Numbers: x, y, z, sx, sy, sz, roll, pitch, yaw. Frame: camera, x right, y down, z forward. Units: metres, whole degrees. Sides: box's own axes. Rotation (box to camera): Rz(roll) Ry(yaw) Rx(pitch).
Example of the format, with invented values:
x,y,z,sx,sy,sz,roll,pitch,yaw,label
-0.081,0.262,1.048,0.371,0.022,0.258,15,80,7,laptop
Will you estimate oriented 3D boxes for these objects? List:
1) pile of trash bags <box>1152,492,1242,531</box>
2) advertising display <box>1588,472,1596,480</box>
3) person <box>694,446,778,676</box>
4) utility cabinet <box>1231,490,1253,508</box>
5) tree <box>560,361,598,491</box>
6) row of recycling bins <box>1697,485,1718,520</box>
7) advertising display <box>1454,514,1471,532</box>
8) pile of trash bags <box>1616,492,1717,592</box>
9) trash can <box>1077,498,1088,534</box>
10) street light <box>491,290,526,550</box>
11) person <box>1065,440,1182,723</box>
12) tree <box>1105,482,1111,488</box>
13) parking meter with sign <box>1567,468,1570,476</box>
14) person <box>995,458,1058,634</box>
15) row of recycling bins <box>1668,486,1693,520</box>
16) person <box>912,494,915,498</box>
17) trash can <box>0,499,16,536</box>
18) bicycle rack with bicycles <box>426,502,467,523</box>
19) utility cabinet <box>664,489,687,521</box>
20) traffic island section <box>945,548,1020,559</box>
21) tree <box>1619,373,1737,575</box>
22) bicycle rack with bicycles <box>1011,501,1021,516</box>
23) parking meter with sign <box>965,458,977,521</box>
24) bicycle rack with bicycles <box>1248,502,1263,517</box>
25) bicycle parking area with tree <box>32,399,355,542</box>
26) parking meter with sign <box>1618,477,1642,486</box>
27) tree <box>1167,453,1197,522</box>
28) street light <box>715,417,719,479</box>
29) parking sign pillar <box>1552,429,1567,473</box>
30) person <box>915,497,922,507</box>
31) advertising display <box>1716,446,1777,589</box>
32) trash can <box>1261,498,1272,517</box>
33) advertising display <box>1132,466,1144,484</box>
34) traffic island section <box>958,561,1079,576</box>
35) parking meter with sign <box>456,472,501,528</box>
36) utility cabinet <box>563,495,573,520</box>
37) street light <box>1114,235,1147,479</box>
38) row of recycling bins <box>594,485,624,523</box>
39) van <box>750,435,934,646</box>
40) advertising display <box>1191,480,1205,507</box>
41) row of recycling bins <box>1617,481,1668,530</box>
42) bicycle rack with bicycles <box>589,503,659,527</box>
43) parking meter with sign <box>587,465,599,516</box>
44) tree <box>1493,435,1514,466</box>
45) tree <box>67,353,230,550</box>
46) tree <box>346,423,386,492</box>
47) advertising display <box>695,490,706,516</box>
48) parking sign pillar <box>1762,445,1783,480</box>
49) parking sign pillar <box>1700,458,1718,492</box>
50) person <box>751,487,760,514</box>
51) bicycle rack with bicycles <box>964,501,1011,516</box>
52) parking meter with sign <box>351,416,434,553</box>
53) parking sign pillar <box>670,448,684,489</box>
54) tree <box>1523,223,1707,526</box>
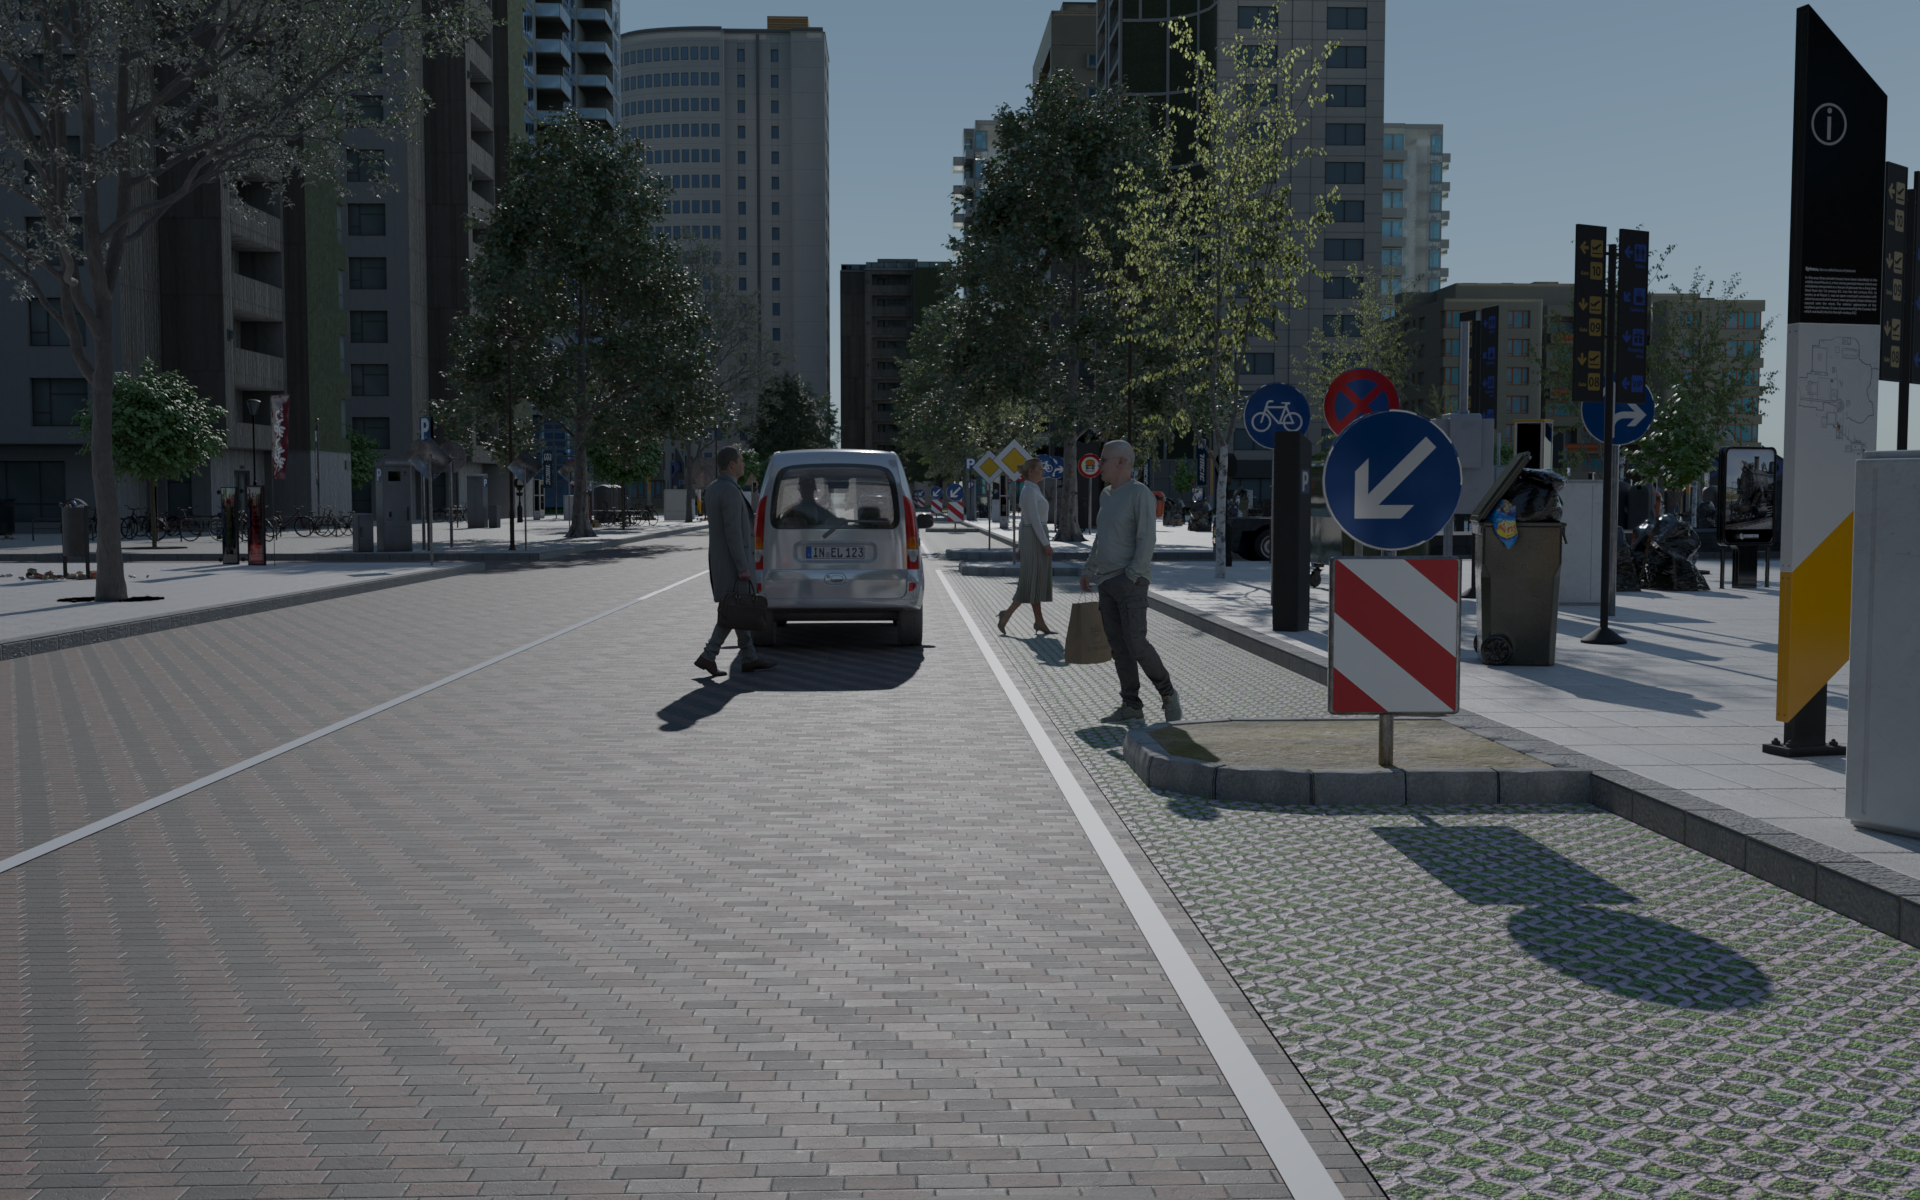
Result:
x,y,z,sx,sy,sz,roll,pitch,yaw,label
8.222,-3.087,60.229,3.447,1.369,1.912,1,4,19,pile of trash bags
18.713,-2.821,51.341,0.123,1.923,0.974,2,4,25,advertising display
-1.783,-0.317,13.780,0.767,1.812,0.694,-2,4,-25,person
15.487,-5.296,95.270,1.173,1.500,0.318,1,4,15,utility cabinet
-20.055,-8.810,94.404,4.737,8.622,4.395,0,3,0,tree
36.331,-4.516,80.949,1.069,1.692,3.534,-3,4,-36,row of recycling bins
15.951,-3.064,55.315,0.974,1.923,0.123,-2,4,-30,advertising display
9.149,-0.891,24.319,1.912,1.369,3.447,0,4,6,pile of trash bags
3.788,-2.737,56.398,0.748,1.137,0.748,0,3,0,trash can
-10.226,-4.074,39.393,0.468,5.910,1.993,0,4,-2,street light
1.015,-0.116,10.880,0.515,1.767,0.782,-2,4,-29,person
8.887,-6.352,98.457,1.663,3.219,1.824,0,3,0,tree
39.391,-7.227,114.416,0.543,3.016,1.738,-2,4,-32,parking meter with sign
0.677,-0.540,17.557,0.641,1.798,0.478,1,4,11,person
34.688,-4.797,85.551,3.534,1.692,1.069,0,4,4,row of recycling bins
-4.754,-10.210,176.903,0.415,1.643,0.593,0,4,-5,person
-29.682,-2.575,53.748,0.748,1.137,0.748,0,3,0,trash can
-22.539,-3.956,78.060,2.852,0.926,2.925,3,5,41,bicycle rack with bicycles
-13.374,-4.471,81.781,1.173,1.500,0.318,-2,4,-24,utility cabinet
0.691,-1.047,39.402,2.009,0.180,2.903,0,4,-2,traffic island section
11.454,-2.042,27.981,1.663,3.219,1.824,0,3,0,tree
5.076,-5.906,109.937,2.852,0.926,2.925,1,4,14,bicycle rack with bicycles
0.572,-5.395,84.474,0.543,3.016,1.738,0,4,4,parking meter with sign
13.812,-4.074,79.999,2.925,0.926,2.852,-1,4,-18,bicycle rack with bicycles
-21.661,-3.859,50.101,9.016,4.147,8.231,1,4,21,bicycle parking area with tree
33.858,-5.629,88.300,1.738,3.016,0.543,2,4,29,parking meter with sign
10.407,-5.256,80.536,1.663,3.219,1.824,0,3,0,tree
-12.156,-6.949,86.407,0.468,5.910,1.993,0,4,-2,street light
24.591,-5.119,72.163,1.447,3.967,1.447,3,5,45,parking sign pillar
-4.453,-10.319,177.941,1.217,1.743,0.721,0,4,0,person
10.697,-1.122,23.565,0.974,1.923,0.123,-2,4,-25,advertising display
10.293,-2.775,57.031,0.748,1.137,0.748,0,3,0,trash can
3.953,-2.108,39.686,0.123,1.923,0.974,-1,4,-19,advertising display
1.003,-0.559,31.423,2.009,0.180,2.903,0,4,-2,traffic island section
-18.281,-4.240,65.589,1.738,3.016,0.543,1,4,10,parking meter with sign
-18.862,-4.500,84.733,1.020,1.237,0.306,-1,4,-21,utility cabinet
3.040,-3.561,31.002,0.468,5.910,1.993,0,4,-2,street light
-15.910,-4.384,78.787,1.069,1.692,3.534,0,4,0,row of recycling bins
-1.247,-0.654,17.701,2.013,2.044,4.112,0,4,-3,van
10.834,-4.501,78.805,0.123,1.923,0.974,-2,4,-24,advertising display
20.608,-2.945,55.261,1.069,1.692,3.534,-2,4,-32,row of recycling bins
-13.510,-3.448,69.756,2.925,0.926,2.852,-2,4,-35,bicycle rack with bicycles
-21.685,-6.495,102.455,0.543,3.016,1.738,1,4,22,parking meter with sign
29.705,-6.853,95.758,4.285,4.588,4.351,0,3,0,tree
-19.021,-3.482,40.647,4.285,4.588,4.351,0,3,0,tree
-27.626,-5.773,78.106,4.285,4.588,4.351,0,3,0,tree
-15.089,-5.837,100.653,0.123,1.923,0.974,-3,5,-44,advertising display
44.515,-6.497,94.700,1.447,3.967,1.447,1,4,16,parking sign pillar
42.884,-6.736,98.613,1.447,3.967,1.447,-3,4,-37,parking sign pillar
-9.980,-4.711,85.891,0.716,1.782,0.532,2,4,33,person
1.191,-5.605,105.022,2.925,0.926,2.852,-1,4,-10,bicycle rack with bicycles
-12.627,-2.586,38.538,1.738,3.016,0.543,-3,5,-42,parking meter with sign
-16.578,-6.921,101.631,1.447,3.967,1.447,-2,4,-27,parking sign pillar
17.831,-5.970,47.980,4.737,8.622,4.395,0,3,0,tree
